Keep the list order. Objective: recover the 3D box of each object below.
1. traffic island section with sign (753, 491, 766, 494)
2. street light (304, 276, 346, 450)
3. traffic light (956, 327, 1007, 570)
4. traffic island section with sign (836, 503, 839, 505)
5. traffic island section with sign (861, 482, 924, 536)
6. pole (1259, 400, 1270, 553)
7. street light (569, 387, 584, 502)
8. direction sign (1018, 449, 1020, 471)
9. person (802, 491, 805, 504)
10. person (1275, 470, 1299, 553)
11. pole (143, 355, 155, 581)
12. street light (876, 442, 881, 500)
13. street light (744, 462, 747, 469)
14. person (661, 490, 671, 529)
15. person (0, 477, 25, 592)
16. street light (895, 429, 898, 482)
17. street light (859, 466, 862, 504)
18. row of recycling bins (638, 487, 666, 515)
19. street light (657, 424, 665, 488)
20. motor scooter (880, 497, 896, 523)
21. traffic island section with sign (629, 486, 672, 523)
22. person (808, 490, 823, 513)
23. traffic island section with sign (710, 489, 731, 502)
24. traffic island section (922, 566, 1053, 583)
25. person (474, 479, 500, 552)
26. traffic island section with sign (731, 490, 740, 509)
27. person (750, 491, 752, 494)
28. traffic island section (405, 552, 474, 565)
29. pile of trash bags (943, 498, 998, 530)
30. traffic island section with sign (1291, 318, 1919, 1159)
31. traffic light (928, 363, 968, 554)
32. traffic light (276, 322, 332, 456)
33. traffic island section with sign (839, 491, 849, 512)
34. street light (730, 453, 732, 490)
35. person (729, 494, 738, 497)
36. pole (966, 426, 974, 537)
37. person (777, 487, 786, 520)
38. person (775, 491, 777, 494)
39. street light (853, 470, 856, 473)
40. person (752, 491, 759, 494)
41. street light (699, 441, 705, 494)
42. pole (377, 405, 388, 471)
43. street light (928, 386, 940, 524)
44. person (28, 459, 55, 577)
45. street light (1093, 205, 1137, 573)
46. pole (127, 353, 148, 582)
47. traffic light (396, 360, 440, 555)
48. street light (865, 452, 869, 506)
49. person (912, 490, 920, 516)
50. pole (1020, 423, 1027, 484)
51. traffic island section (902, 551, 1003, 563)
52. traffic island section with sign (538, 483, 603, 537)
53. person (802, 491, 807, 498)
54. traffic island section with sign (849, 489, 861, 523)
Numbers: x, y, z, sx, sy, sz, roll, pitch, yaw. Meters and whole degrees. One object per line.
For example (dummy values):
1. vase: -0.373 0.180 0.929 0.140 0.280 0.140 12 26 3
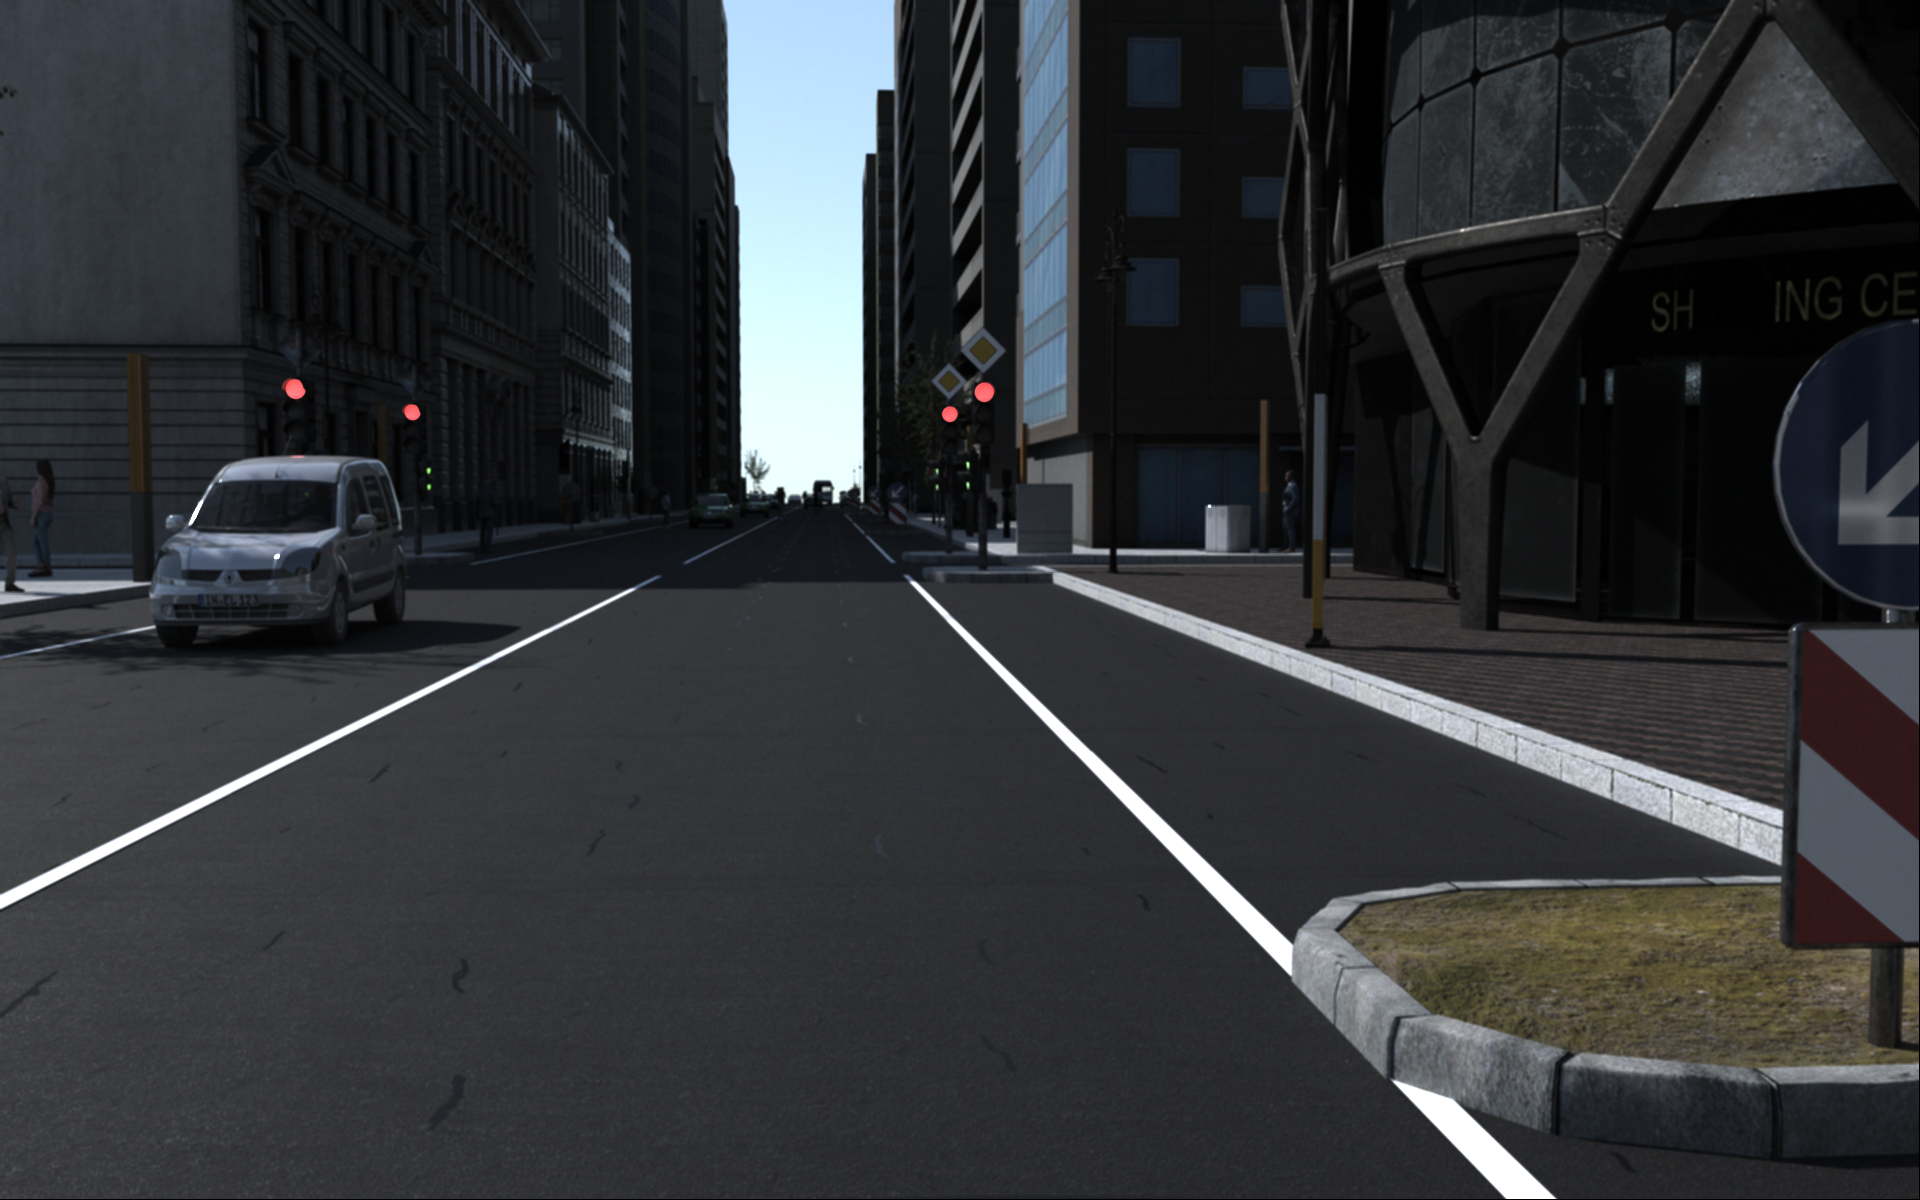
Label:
1. traffic island section with sign: -25.557 -12.754 217.156 1.989 1.847 2.006 0 4 -4
2. street light: -13.459 -3.919 36.862 0.468 5.910 1.993 0 4 -4
3. traffic light: 0.368 -2.466 29.239 0.839 4.253 0.868 0 4 -4
4. traffic island section with sign: -10.458 -9.498 163.916 1.989 1.847 2.006 0 4 -4
5. traffic island section with sign: -2.302 -3.130 59.807 1.989 1.847 2.006 0 4 -4
6. pole: 6.630 -2.682 37.693 0.158 3.312 0.155 0 3 0
7. street light: -16.490 -6.227 74.592 0.468 5.910 1.993 0 4 -4
8. direction sign: 2.433 -4.144 59.756 0.876 3.537 0.379 0 4 3
9. person: -23.145 -15.241 257.629 0.705 1.831 1.348 3 5 41
10. person: 7.219 -1.938 37.906 0.419 1.800 0.721 0 4 -7
11. pole: -12.012 -1.935 25.483 0.158 3.312 0.155 0 3 0
12. street light: -7.052 -10.869 150.495 0.468 5.910 1.993 0 4 -4
13. street light: -28.840 -15.941 233.430 0.468 5.910 1.993 0 4 -4
14. person: -12.182 -3.771 71.959 0.330 1.601 0.589 -2 4 -34
15. person: -12.520 -0.998 22.558 0.583 1.804 0.606 1 4 21
16. street light: -4.074 -8.493 111.643 0.468 5.910 1.993 0 4 -4
17. street light: -13.411 -15.894 232.650 0.468 5.910 1.993 0 4 -4
18. row of recycling bins: -19.206 -6.161 107.839 1.069 1.692 3.534 1 4 9
19. street light: -19.447 -8.565 112.832 0.468 5.910 1.993 0 4 -4
20. motor scooter: -3.473 -4.387 84.500 0.815 1.314 1.986 0 4 -3
21. traffic island section with sign: -15.274 -4.710 85.641 1.989 1.847 2.006 0 4 -4
22. person: -11.146 -7.653 134.143 1.217 1.766 0.721 -1 4 -15
23. traffic island section with sign: -19.157 -7.743 135.219 1.989 1.847 2.006 0 4 -4
24. traffic island section: 0.408 -0.433 29.356 2.009 0.180 2.903 0 4 -4
25. person: -11.688 -2.095 42.934 0.661 1.801 0.590 1 4 12
26. traffic island section with sign: -21.325 -9.444 163.044 1.989 1.847 2.006 0 4 -4
27. person: -31.423 -15.562 260.617 0.705 1.807 1.348 0 4 6
28. traffic island section: -11.422 -0.867 36.448 2.009 0.180 2.903 0 4 -4
29. pile of trash bags: 0.428 -3.238 62.687 1.912 1.369 3.447 0 4 -4
30. traffic island section with sign: 2.000 0.240 4.699 1.989 1.847 2.006 0 4 -4
31. traffic light: -0.255 -2.953 37.199 0.839 4.253 0.868 0 4 -4
32. traffic light: -10.758 -2.412 28.356 0.839 4.253 0.868 0 4 -4
33. traffic island section with sign: -8.309 -7.825 136.566 1.989 1.847 2.006 0 4 -4
34. street light: -25.930 -13.647 195.912 0.468 5.910 1.993 0 4 -4
35. person: -28.386 -12.864 217.084 1.217 1.735 0.721 0 4 -3
36. pole: 0.301 -3.558 52.009 0.158 3.312 0.155 0 3 0
37. person: -10.001 -5.393 96.649 0.580 1.828 0.573 1 4 22
38. person: -18.127 -9.817 169.826 1.217 1.723 0.721 2 4 30
39. street light: -16.538 -18.225 270.763 0.468 5.910 1.993 0 4 -4
40. person: -19.619 -9.628 166.716 0.742 1.727 0.445 0 4 -5
41. street light: -22.412 -10.855 150.268 0.468 5.910 1.993 0 4 -4
42. pole: -13.209 -2.802 39.658 0.158 3.312 0.155 0 3 0
43. street light: -1.123 -6.192 74.030 0.468 5.910 1.993 0 4 -4
44. person: -14.217 -1.271 26.830 0.388 1.821 0.555 -1 4 -16
45. street light: 2.498 -3.382 28.085 0.468 5.910 1.993 0 4 -4
46. pole: -12.013 -1.921 25.250 0.158 3.312 0.155 0 3 0
47. traffic light: -11.381 -2.899 36.317 0.839 4.253 0.868 0 4 -4
48. street light: -10.072 -13.178 188.248 0.468 5.910 1.993 0 4 -4
49. person: -2.626 -5.743 102.537 0.503 1.515 0.523 1 4 22
50. pole: 1.840 -3.438 50.047 0.158 3.312 0.155 0 3 0
51. traffic island section: -0.214 -0.920 37.317 2.009 0.180 2.903 0 4 -4
52. traffic island section with sign: -13.179 -3.067 58.767 1.989 1.847 2.006 0 4 -4
53. person: -15.330 -10.009 172.966 1.217 1.723 0.721 2 4 32
54. traffic island section with sign: -4.430 -4.793 86.995 1.989 1.847 2.006 0 4 -4
